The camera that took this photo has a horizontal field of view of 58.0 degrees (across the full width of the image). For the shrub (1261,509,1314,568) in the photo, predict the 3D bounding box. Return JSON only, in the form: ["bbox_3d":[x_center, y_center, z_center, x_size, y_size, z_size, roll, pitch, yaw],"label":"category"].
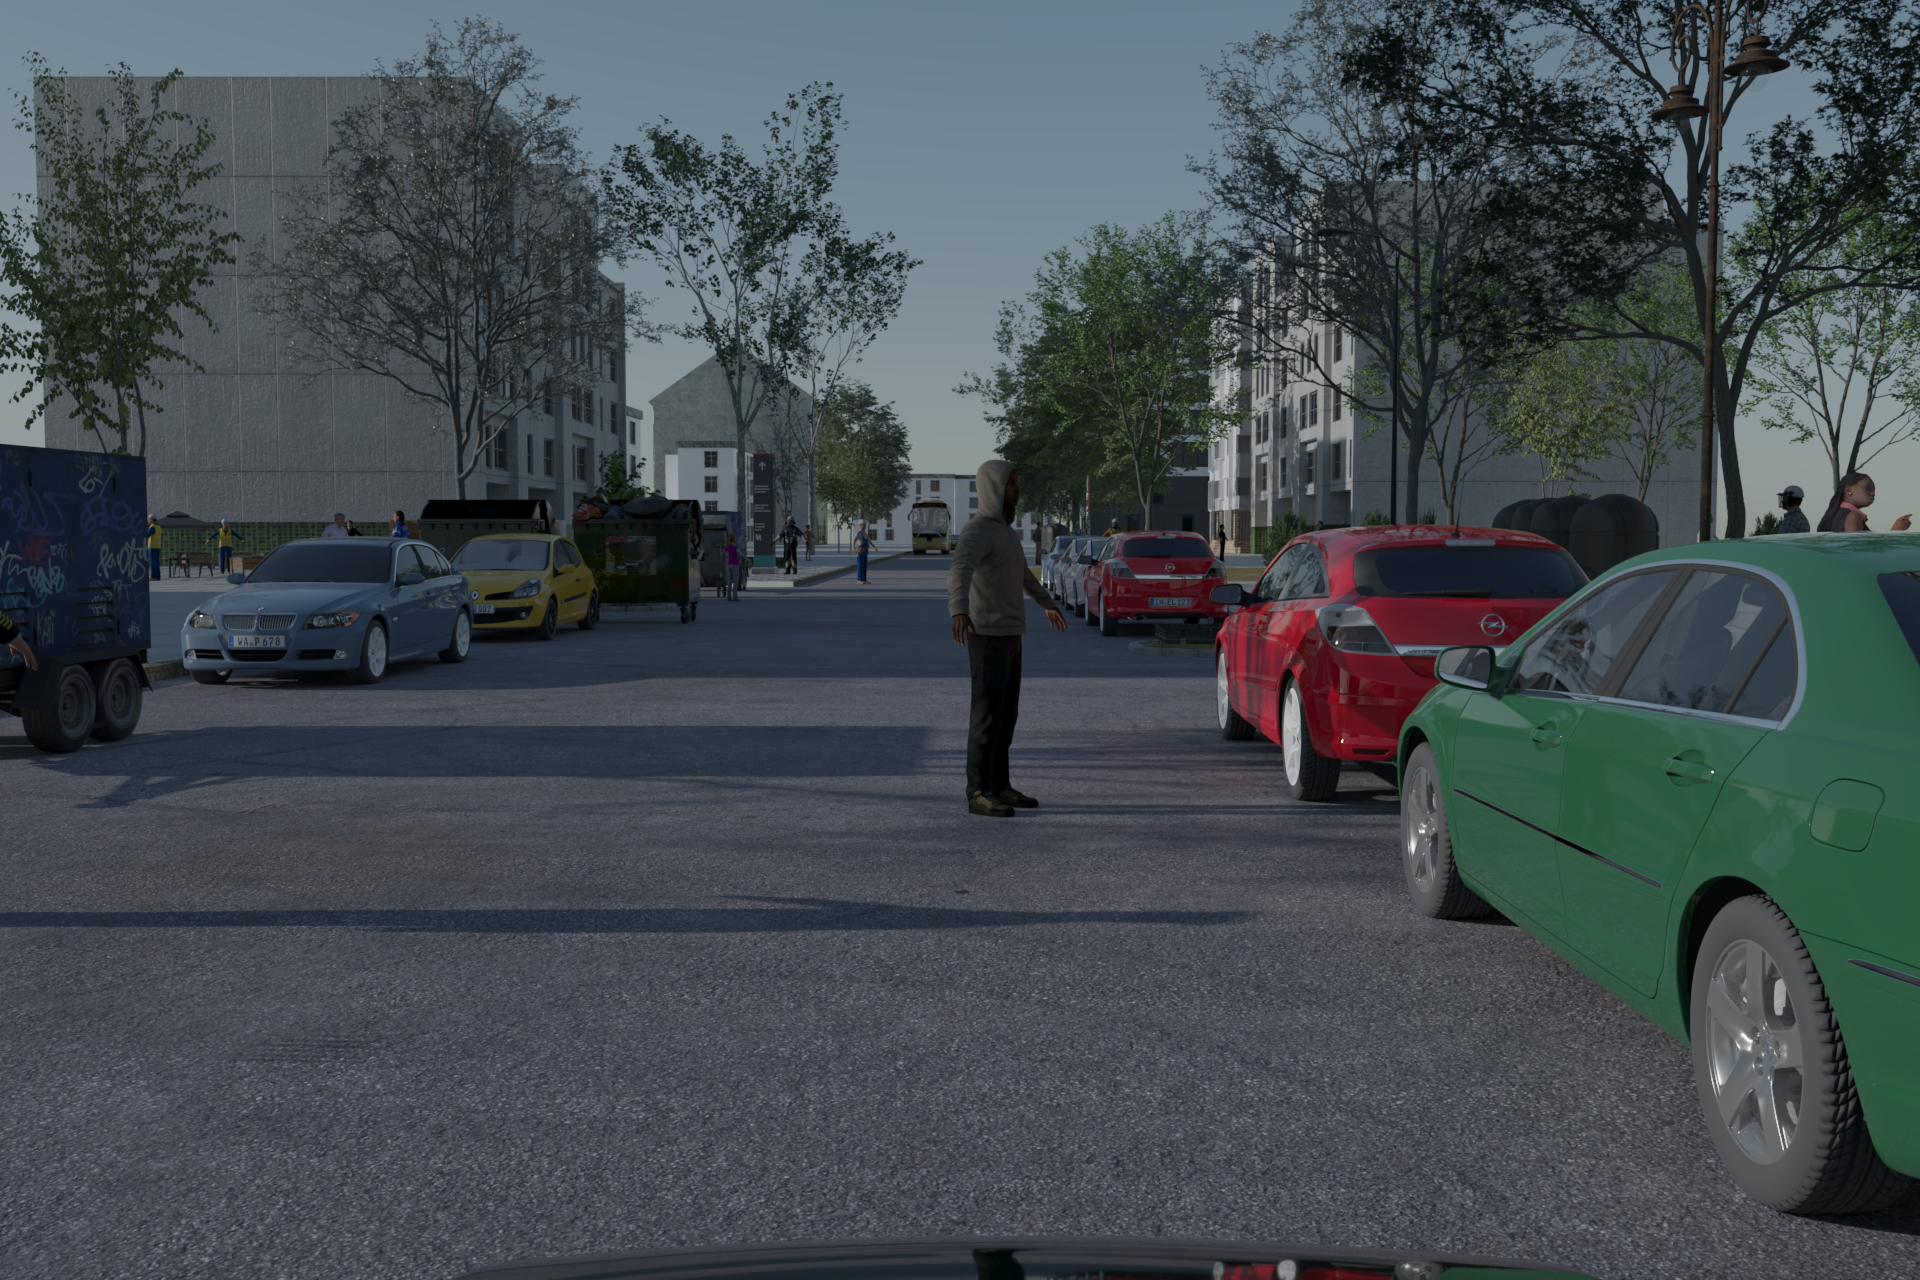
[{"bbox_3d":[9.604,-2.838,50.442,1.661,2.075,1.752,0,3,0],"label":"shrub"}]

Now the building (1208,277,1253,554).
[{"bbox_3d":[23.286,-16.467,125.657,16.016,20.090,11.380,0,4,0],"label":"building"}]

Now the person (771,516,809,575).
[{"bbox_3d":[-5.363,-3.005,54.905,1.354,1.856,0.705,1,4,22],"label":"person"}]

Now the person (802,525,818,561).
[{"bbox_3d":[-7.164,-4.638,82.636,0.721,1.733,1.217,-3,5,-42],"label":"person"}]

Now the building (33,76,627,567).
[{"bbox_3d":[-27.384,-13.248,83.064,16.747,18.905,31.486,0,3,0],"label":"building"}]

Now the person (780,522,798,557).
[{"bbox_3d":[-7.632,-4.308,76.664,0.704,1.802,1.346,-3,5,-40],"label":"person"}]

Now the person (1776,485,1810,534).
[{"bbox_3d":[9.674,-0.880,20.225,0.704,1.849,1.345,3,5,43],"label":"person"}]

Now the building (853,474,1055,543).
[{"bbox_3d":[-0.764,-18.131,241.052,28.070,9.664,9.099,0,4,-1],"label":"building"}]

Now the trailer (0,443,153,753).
[{"bbox_3d":[-6.516,-0.237,10.926,1.471,1.999,3.904,0,4,1],"label":"trailer"}]

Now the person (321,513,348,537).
[{"bbox_3d":[-12.610,-1.722,35.136,0.436,1.711,0.756,3,4,38],"label":"person"}]

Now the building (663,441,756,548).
[{"bbox_3d":[-24.524,-13.942,170.099,9.099,9.664,28.070,0,4,1],"label":"building"}]

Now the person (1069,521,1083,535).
[{"bbox_3d":[5.237,-4.351,76.996,1.347,1.847,0.705,-1,4,-13],"label":"person"}]

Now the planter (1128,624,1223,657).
[{"bbox_3d":[3.082,0.001,21.128,1.991,0.319,1.994,0,4,0],"label":"planter"}]

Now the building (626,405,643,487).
[{"bbox_3d":[-26.131,-10.766,118.170,9.099,9.664,28.070,0,4,1],"label":"building"}]

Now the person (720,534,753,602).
[{"bbox_3d":[-4.768,-1.529,36.728,0.991,1.433,0.599,3,5,40],"label":"person"}]

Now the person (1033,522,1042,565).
[{"bbox_3d":[3.310,-4.022,72.024,0.705,1.796,1.348,-1,4,-22],"label":"person"}]

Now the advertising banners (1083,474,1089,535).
[{"bbox_3d":[3.741,-3.381,51.469,0.090,3.025,2.074,0,4,1],"label":"advertising banners"}]

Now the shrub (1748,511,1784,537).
[{"bbox_3d":[25.976,-3.124,55.503,1.690,2.028,1.600,0,3,0],"label":"shrub"}]

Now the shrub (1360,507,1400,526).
[{"bbox_3d":[11.523,-2.679,48.215,1.690,2.028,1.600,0,3,0],"label":"shrub"}]

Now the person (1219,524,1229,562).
[{"bbox_3d":[12.159,-4.467,79.760,0.721,1.740,1.216,1,4,23],"label":"person"}]

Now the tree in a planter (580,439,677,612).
[{"bbox_3d":[-6.477,-2.183,32.915,1.991,3.239,1.994,0,4,1],"label":"tree in a planter"}]

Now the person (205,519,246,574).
[{"bbox_3d":[-23.498,-2.995,55.436,1.216,1.772,0.721,-2,4,-28],"label":"person"}]

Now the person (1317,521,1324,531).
[{"bbox_3d":[14.351,-3.853,69.131,0.704,1.812,1.346,0,4,-2],"label":"person"}]

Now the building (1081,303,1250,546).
[{"bbox_3d":[25.671,-19.909,169.483,27.936,21.610,32.646,0,4,1],"label":"building"}]

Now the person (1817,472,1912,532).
[{"bbox_3d":[5.269,-0.158,10.104,0.415,1.643,0.593,-3,4,-38],"label":"person"}]

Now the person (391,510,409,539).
[{"bbox_3d":[-12.974,-2.082,40.023,0.704,1.831,1.345,0,4,0],"label":"person"}]

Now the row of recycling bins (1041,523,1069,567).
[{"bbox_3d":[3.569,-3.588,65.769,1.069,1.692,3.534,0,4,1],"label":"row of recycling bins"}]

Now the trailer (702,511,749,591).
[{"bbox_3d":[-6.189,-2.207,43.127,1.471,1.999,3.904,0,4,1],"label":"trailer"}]

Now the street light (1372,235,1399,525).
[{"bbox_3d":[7.170,-3.293,26.381,1.470,5.913,1.316,0,4,1],"label":"street light"}]

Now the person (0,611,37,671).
[{"bbox_3d":[-4.191,0.120,6.428,1.347,1.837,0.705,-2,4,-25],"label":"person"}]

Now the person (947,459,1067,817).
[{"bbox_3d":[0.210,-0.021,8.927,0.705,1.813,1.348,2,4,24],"label":"person"}]

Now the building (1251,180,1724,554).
[{"bbox_3d":[26.835,-14.000,95.351,16.747,18.905,31.486,0,4,1],"label":"building"}]

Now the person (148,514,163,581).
[{"bbox_3d":[-22.065,-2.531,47.344,0.705,1.833,1.349,0,4,-2],"label":"person"}]

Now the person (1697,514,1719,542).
[{"bbox_3d":[19.416,-2.371,44.924,1.344,1.810,0.704,-3,5,-42],"label":"person"}]

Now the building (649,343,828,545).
[{"bbox_3d":[-25.798,-22.984,206.722,19.493,23.208,18.063,0,4,0],"label":"building"}]

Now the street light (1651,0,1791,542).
[{"bbox_3d":[6.043,-2.517,13.947,0.468,5.910,1.993,0,4,1],"label":"street light"}]

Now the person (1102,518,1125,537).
[{"bbox_3d":[5.610,-3.475,62.589,1.354,1.858,0.705,1,4,9],"label":"person"}]

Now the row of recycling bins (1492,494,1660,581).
[{"bbox_3d":[6.706,-0.739,19.193,1.069,1.692,3.534,0,4,1],"label":"row of recycling bins"}]

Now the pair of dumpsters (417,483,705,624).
[{"bbox_3d":[-6.420,-1.410,28.008,4.436,2.255,1.574,0,4,1],"label":"pair of dumpsters"}]

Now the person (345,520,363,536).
[{"bbox_3d":[-23.083,-3.630,65.533,1.347,1.806,0.705,0,4,-4],"label":"person"}]

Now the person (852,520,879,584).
[{"bbox_3d":[-2.764,-2.523,49.564,0.705,1.847,1.347,2,4,28],"label":"person"}]
